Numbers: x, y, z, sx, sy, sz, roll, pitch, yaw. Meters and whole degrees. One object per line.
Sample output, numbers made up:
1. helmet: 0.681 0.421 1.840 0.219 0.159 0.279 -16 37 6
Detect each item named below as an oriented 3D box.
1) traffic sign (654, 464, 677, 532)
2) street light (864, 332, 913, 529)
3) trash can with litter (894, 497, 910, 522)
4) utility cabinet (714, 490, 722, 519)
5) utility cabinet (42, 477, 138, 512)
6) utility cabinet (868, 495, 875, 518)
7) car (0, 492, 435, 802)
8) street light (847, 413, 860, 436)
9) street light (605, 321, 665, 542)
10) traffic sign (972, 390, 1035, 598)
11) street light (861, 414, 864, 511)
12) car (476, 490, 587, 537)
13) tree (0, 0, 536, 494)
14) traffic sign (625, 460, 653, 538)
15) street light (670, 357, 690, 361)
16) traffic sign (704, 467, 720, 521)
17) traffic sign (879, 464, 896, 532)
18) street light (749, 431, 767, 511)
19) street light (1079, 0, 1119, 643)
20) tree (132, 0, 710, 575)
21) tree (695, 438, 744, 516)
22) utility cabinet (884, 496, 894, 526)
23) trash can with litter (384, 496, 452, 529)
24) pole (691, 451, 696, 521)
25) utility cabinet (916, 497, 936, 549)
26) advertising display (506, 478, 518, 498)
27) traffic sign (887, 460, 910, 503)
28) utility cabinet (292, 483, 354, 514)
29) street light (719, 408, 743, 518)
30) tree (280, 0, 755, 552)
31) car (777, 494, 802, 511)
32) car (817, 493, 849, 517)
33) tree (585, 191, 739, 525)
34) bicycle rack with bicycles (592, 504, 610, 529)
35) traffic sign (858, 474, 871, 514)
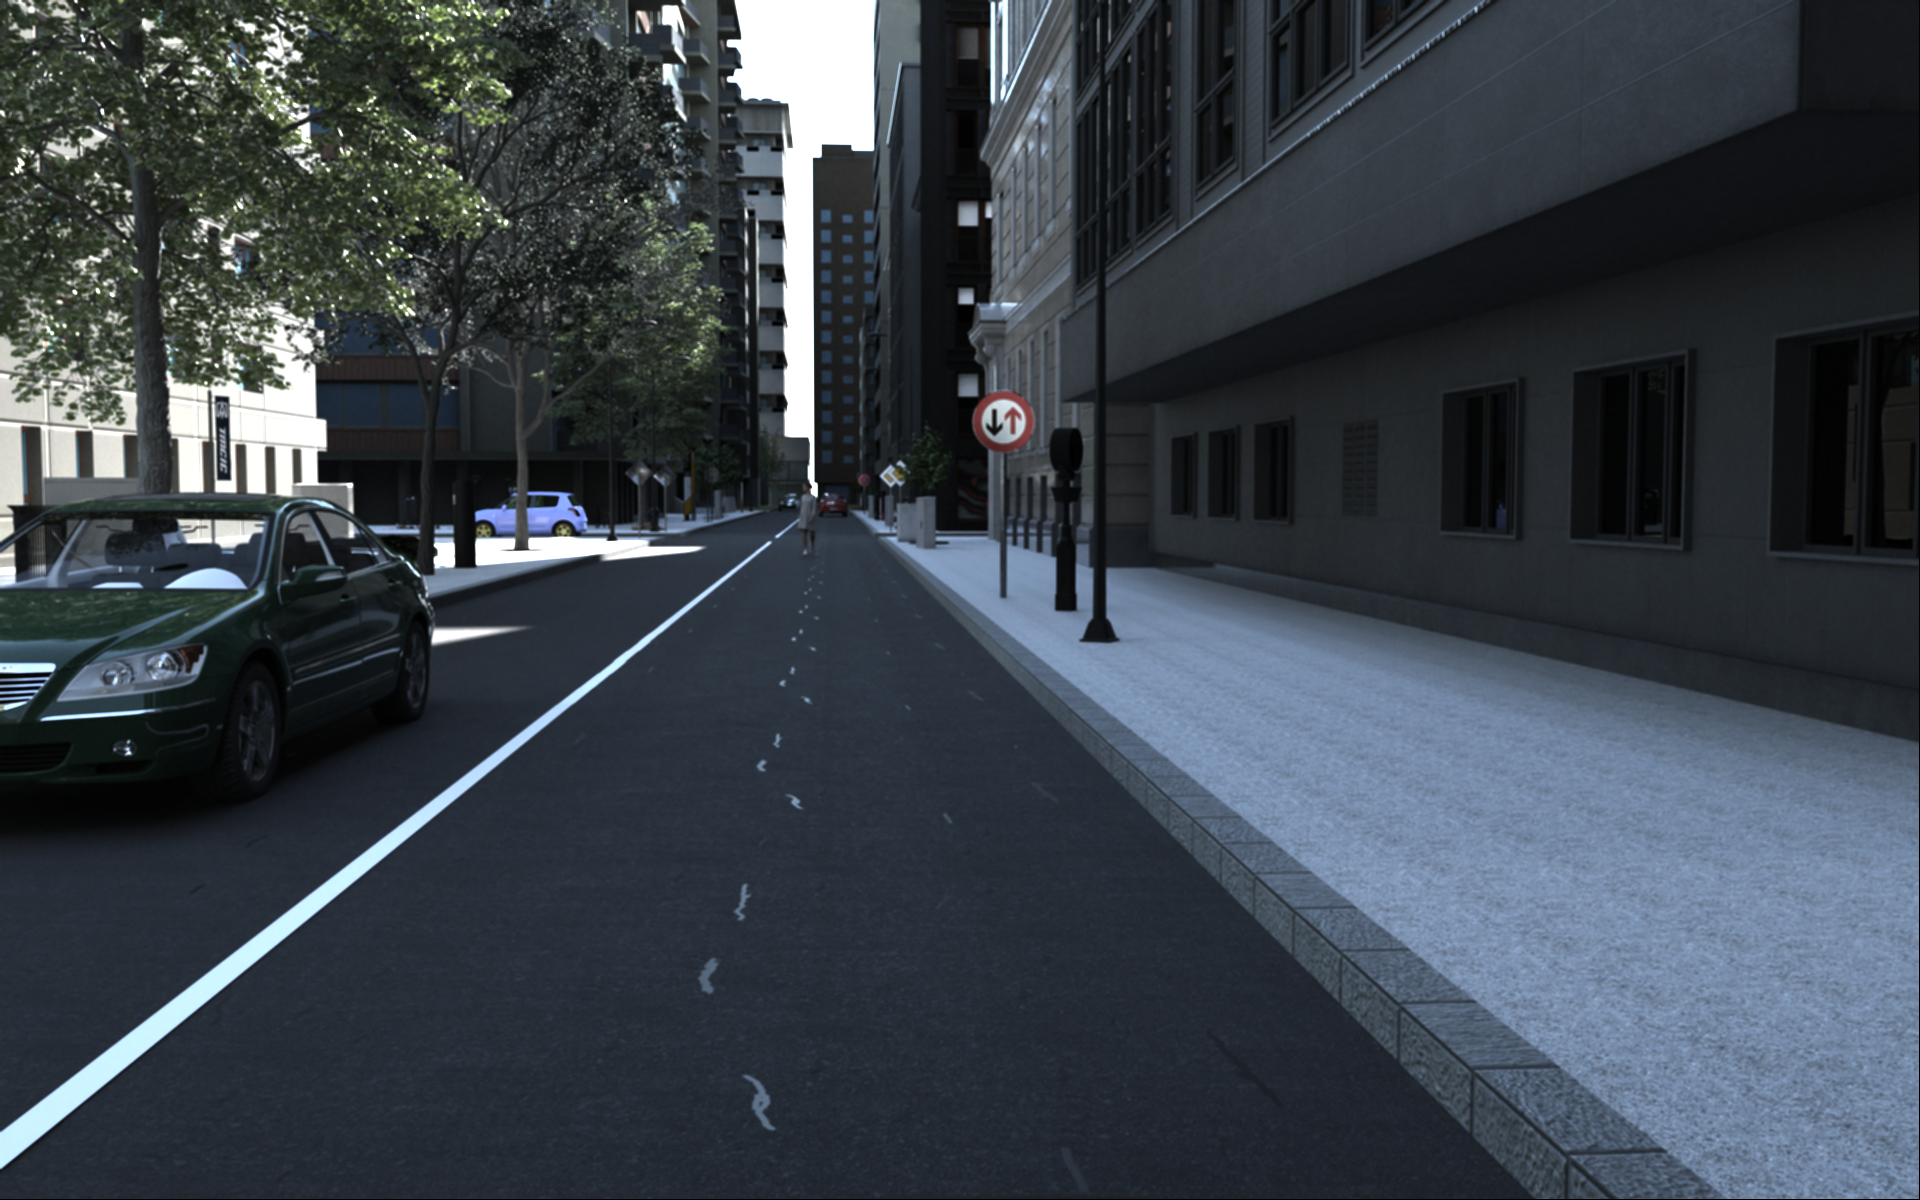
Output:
1. traffic sign: -9.866 -3.327 58.043 0.795 2.450 0.064 0 4 -4
2. street light: -1.948 -4.733 49.931 1.470 5.913 1.316 0 4 -4
3. trash can with litter: -2.705 -4.095 78.346 1.055 1.170 0.624 2 4 25
4. utility cabinet: -12.338 -4.863 88.185 0.318 1.500 1.173 0 4 -3
5. utility cabinet: -11.734 -0.904 23.455 1.173 1.500 0.318 -2 4 -30
6. utility cabinet: -4.745 -5.026 93.344 0.306 1.237 1.020 0 4 3
7. car: -4.268 0.138 9.543 2.131 1.459 4.920 0 4 -3
8. street light: -5.535 -7.723 98.817 1.470 5.913 1.316 0 4 -4
9. street light: -8.835 -4.528 46.572 1.470 5.913 1.316 0 4 -4
10. traffic sign: 0.538 -1.299 21.348 0.768 2.556 0.104 0 4 3
11. street light: -2.783 -5.574 63.675 1.470 5.913 1.316 0 4 -4
12. car: -13.323 -2.659 53.059 3.694 1.707 1.945 0 4 -4
13. tree: -8.218 -6.067 17.328 7.486 12.596 7.792 0 3 0
14. traffic sign: -9.272 -2.840 50.080 0.795 2.450 0.064 0 4 -4
15. street light: -9.850 -5.274 58.778 1.470 5.913 1.316 0 4 -4
16. traffic sign: -11.733 -4.998 81.829 0.768 2.556 0.104 0 4 3
17. traffic sign: -2.341 -3.360 58.581 0.795 2.450 0.064 0 4 -4
18. street light: -14.971 -9.531 128.371 1.470 5.913 1.316 0 4 -4
19. street light: 0.677 -2.591 14.900 1.470 5.913 1.316 0 4 -4
20. tree: -8.381 -5.652 26.830 8.767 10.594 7.601 -1 4 -21
21. tree: -14.377 -7.236 102.017 4.285 4.588 4.351 0 3 0
22. utility cabinet: -2.847 -3.563 69.422 0.306 1.237 1.020 0 4 -7
23. trash can with litter: -19.786 -3.202 63.418 2.233 1.210 1.678 0 4 7
24. pole: -12.763 -5.448 82.923 0.158 3.312 0.155 0 3 0
25. utility cabinet: -0.816 -1.826 41.019 0.306 1.237 1.020 -1 4 -12
26. advertising display: -17.486 -3.863 68.379 0.123 1.923 0.974 3 4 36
27. traffic sign: -1.747 -2.873 50.618 0.795 2.450 0.064 0 4 -4
28. utility cabinet: -13.222 -1.668 35.957 1.173 1.500 0.318 0 4 3
29. street light: -12.419 -7.408 93.668 1.470 5.913 1.316 0 4 -4
30. tree: -9.735 -7.847 38.664 12.009 13.543 11.850 0 3 0
31. car: -14.548 -8.301 147.511 2.131 1.459 4.920 0 4 -5
32. car: -8.153 -6.227 110.853 2.155 1.783 4.494 0 4 -6
33. tree: -12.091 -8.983 64.992 7.486 12.596 7.792 0 3 0
34. bicycle rack with bicycles: -14.088 -3.102 64.092 2.852 0.926 2.925 -1 4 -16
35. traffic sign: -6.059 -6.717 109.926 0.768 2.556 0.104 0 4 -4
